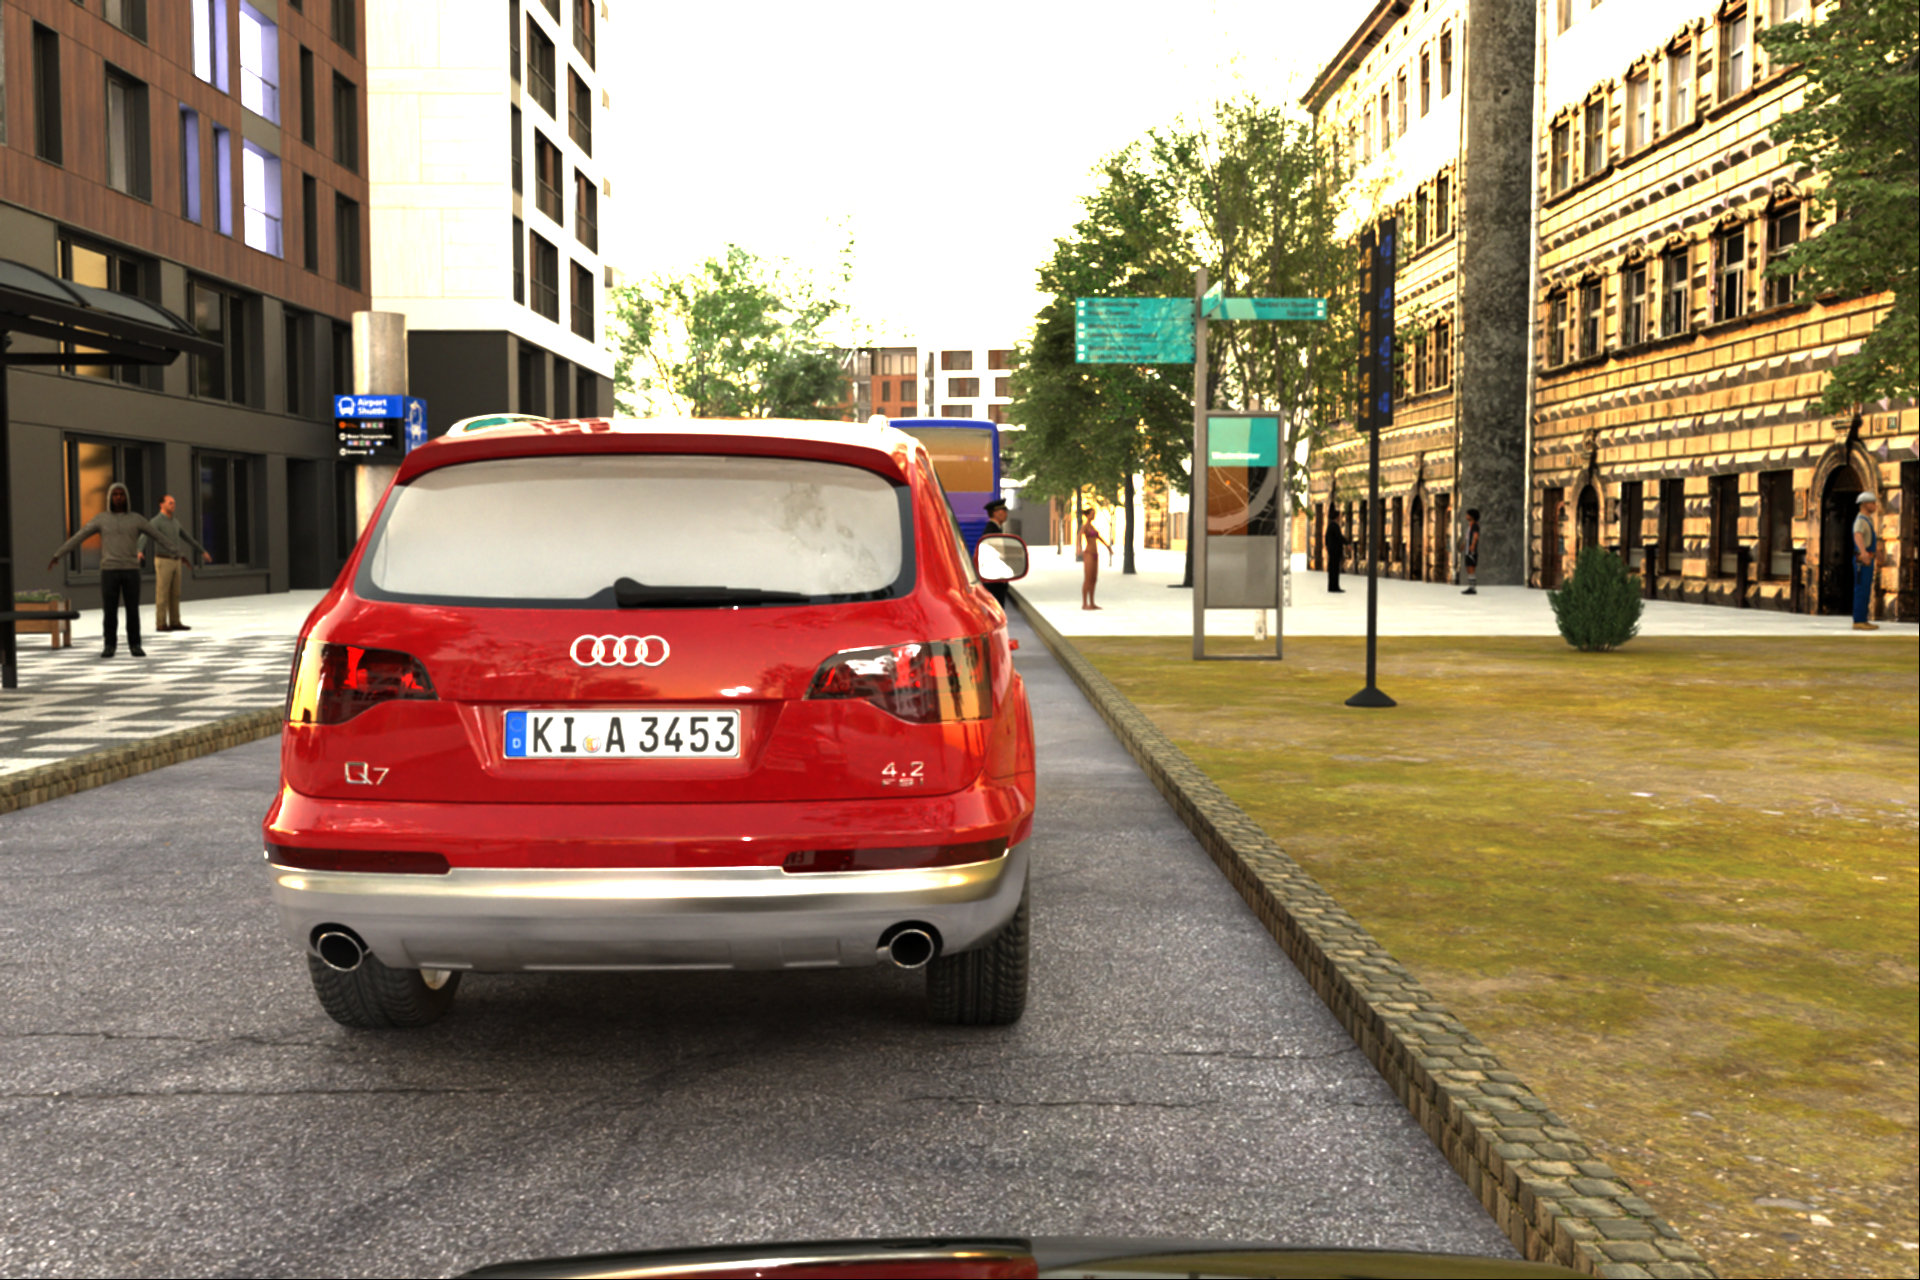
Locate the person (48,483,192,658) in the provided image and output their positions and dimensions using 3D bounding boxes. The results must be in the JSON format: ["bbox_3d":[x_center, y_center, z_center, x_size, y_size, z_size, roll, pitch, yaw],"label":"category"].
[{"bbox_3d":[-8.749,-0.729,18.054,1.348,1.813,0.705,-2,4,-28],"label":"person"}]

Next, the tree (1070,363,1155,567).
[{"bbox_3d":[5.795,-7.126,66.869,4.360,8.622,3.978,0,3,0],"label":"tree"}]

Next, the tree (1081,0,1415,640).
[{"bbox_3d":[3.764,-4.322,21.022,4.360,8.622,3.978,0,3,0],"label":"tree"}]

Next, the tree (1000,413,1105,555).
[{"bbox_3d":[6.055,-10.406,104.554,8.767,10.594,7.601,-1,4,-9],"label":"tree"}]

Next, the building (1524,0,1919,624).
[{"bbox_3d":[22.654,-12.249,31.197,19.493,23.208,18.063,0,4,-1],"label":"building"}]

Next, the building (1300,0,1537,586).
[{"bbox_3d":[21.526,-13.485,51.411,19.493,23.208,18.063,0,4,0],"label":"building"}]

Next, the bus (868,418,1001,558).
[{"bbox_3d":[-0.485,-2.825,37.734,2.896,3.916,12.251,0,4,0],"label":"bus"}]

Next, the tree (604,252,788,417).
[{"bbox_3d":[-9.982,-8.417,63.377,9.928,11.665,9.643,0,3,0],"label":"tree"}]

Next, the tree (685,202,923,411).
[{"bbox_3d":[-8.336,-14.794,97.766,12.611,20.169,13.585,0,3,0],"label":"tree"}]

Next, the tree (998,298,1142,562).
[{"bbox_3d":[5.177,-9.806,78.450,7.486,12.596,7.792,0,3,0],"label":"tree"}]

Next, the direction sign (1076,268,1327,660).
[{"bbox_3d":[2.436,-1.725,16.972,2.525,3.948,1.411,0,4,-1],"label":"direction sign"}]

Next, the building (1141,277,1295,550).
[{"bbox_3d":[25.918,-19.387,147.906,19.493,23.208,18.063,0,3,0],"label":"building"}]

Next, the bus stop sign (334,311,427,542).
[{"bbox_3d":[-6.945,-1.946,20.832,0.837,3.901,0.837,0,4,1],"label":"bus stop sign"}]

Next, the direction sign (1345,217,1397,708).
[{"bbox_3d":[3.079,-1.277,12.878,0.379,3.537,0.876,0,4,-2],"label":"direction sign"}]

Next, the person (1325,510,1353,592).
[{"bbox_3d":[8.304,-1.961,38.242,0.705,1.806,1.347,-1,4,-10],"label":"person"}]

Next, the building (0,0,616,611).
[{"bbox_3d":[-25.272,-12.050,40.991,27.936,21.610,32.646,0,4,-1],"label":"building"}]

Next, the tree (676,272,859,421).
[{"bbox_3d":[-9.517,-10.792,83.100,9.857,13.997,8.962,0,3,0],"label":"tree"}]

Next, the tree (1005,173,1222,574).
[{"bbox_3d":[5.086,-8.388,55.268,7.486,12.596,7.792,0,3,0],"label":"tree"}]

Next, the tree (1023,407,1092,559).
[{"bbox_3d":[5.353,-8.514,89.559,4.360,8.622,3.978,0,3,0],"label":"tree"}]

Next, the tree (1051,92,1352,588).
[{"bbox_3d":[5.719,-7.061,41.203,9.928,11.665,9.643,0,3,0],"label":"tree"}]

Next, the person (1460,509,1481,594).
[{"bbox_3d":[10.886,-1.884,36.954,0.704,1.843,1.345,0,4,7],"label":"person"}]

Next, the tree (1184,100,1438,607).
[{"bbox_3d":[6.034,-4.900,30.470,4.737,8.622,4.395,0,3,0],"label":"tree"}]

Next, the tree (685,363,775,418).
[{"bbox_3d":[-10.298,-7.541,73.657,4.360,8.622,3.978,0,3,0],"label":"tree"}]

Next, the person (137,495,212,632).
[{"bbox_3d":[-10.453,-1.017,22.907,0.705,1.796,1.348,1,4,17],"label":"person"}]

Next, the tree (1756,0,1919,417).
[{"bbox_3d":[11.197,-6.021,16.574,7.486,12.596,7.792,0,3,0],"label":"tree"}]

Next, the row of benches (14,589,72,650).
[{"bbox_3d":[-11.841,-0.210,18.900,4.104,0.672,1.422,-1,4,-16],"label":"row of benches"}]

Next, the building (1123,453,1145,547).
[{"bbox_3d":[22.349,-14.294,175.850,9.099,9.664,28.070,0,3,0],"label":"building"}]

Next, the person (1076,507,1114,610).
[{"bbox_3d":[2.282,-1.382,29.404,0.721,1.733,1.217,2,4,33],"label":"person"}]

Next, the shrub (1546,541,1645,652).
[{"bbox_3d":[6.945,-0.477,18.914,1.383,1.207,1.383,0,3,0],"label":"shrub"}]

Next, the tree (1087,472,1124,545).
[{"bbox_3d":[17.866,-16.108,197.781,7.601,10.594,8.767,0,4,5],"label":"tree"}]

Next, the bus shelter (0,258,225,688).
[{"bbox_3d":[-7.179,-1.097,11.868,2.014,3.302,5.546,0,4,0],"label":"bus shelter"}]

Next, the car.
[{"bbox_3d":[-0.840,0.128,6.582,2.281,1.827,5.304,0,4,-1],"label":"car"}]

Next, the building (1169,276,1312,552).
[{"bbox_3d":[21.394,-16.957,133.668,16.016,20.090,11.380,0,4,-1],"label":"building"}]

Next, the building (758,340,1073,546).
[{"bbox_3d":[-4.258,-21.459,197.281,32.646,21.610,27.936,1,4,10],"label":"building"}]

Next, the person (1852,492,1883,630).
[{"bbox_3d":[12.164,-1.063,23.231,0.705,1.847,1.347,2,4,35],"label":"person"}]

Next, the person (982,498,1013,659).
[{"bbox_3d":[0.435,-0.685,19.600,0.705,1.837,1.347,0,4,3],"label":"person"}]

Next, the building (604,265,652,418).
[{"bbox_3d":[-29.060,-16.316,123.194,16.016,20.090,11.380,0,4,-1],"label":"building"}]
